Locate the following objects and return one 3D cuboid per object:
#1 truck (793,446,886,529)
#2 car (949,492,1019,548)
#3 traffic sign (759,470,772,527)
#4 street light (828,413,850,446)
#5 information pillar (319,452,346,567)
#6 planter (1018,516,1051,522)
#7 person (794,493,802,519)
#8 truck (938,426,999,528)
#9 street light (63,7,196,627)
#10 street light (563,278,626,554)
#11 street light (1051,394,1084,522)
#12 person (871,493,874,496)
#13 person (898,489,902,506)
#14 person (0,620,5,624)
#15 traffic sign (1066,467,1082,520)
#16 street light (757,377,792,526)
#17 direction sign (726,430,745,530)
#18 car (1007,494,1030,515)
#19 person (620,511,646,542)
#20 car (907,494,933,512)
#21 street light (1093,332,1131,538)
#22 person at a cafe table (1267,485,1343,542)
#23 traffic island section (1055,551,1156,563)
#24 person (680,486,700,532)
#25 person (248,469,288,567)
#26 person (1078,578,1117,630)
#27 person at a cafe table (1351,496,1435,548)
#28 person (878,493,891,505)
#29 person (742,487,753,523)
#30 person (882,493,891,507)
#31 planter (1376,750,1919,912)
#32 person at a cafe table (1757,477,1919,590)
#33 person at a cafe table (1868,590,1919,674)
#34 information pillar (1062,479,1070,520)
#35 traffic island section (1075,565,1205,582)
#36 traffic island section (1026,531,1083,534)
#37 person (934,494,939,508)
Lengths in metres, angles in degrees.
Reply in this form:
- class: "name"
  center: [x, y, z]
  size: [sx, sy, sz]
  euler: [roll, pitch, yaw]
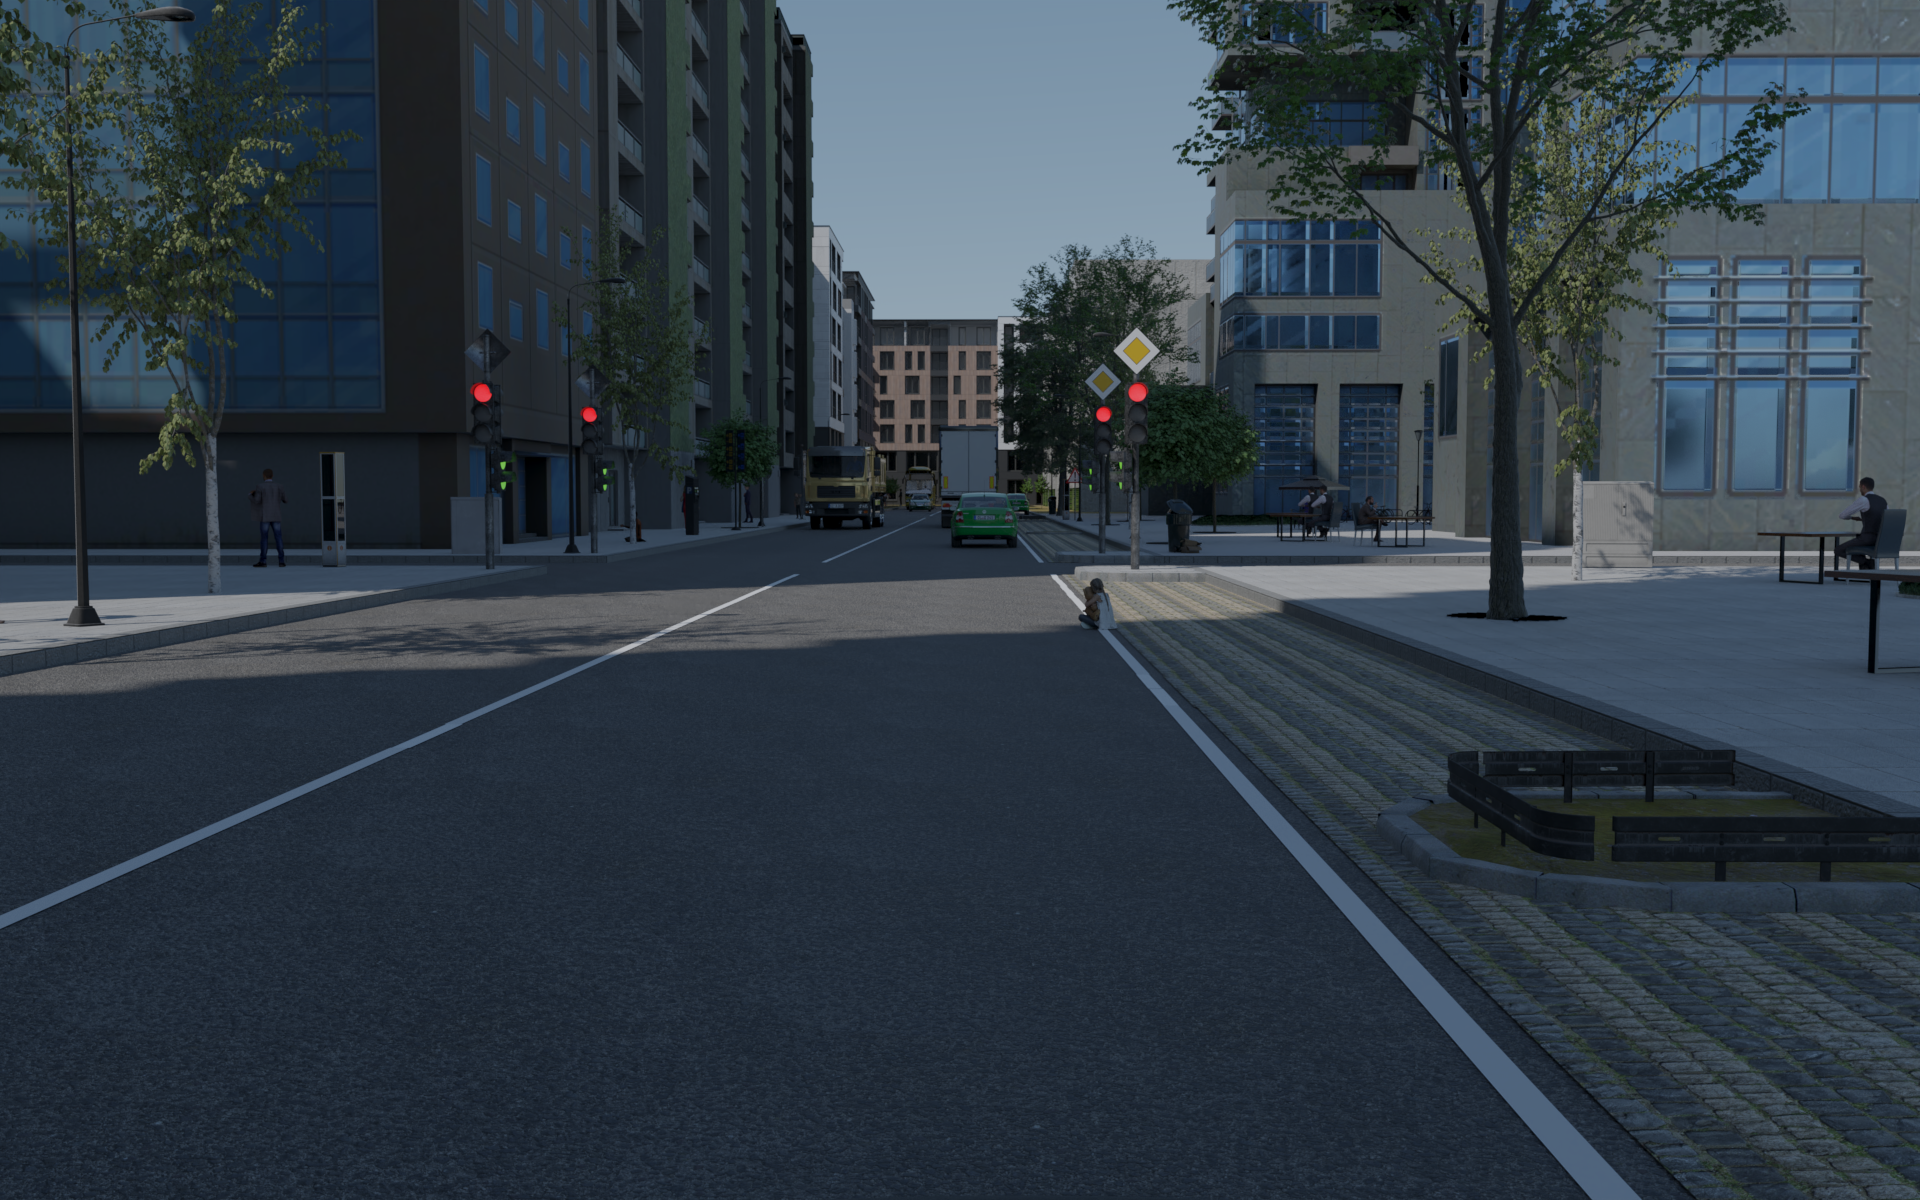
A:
- class: "truck"
  center: [-4.740, -4.673, 72.324]
  size: [3.469, 3.379, 9.791]
  euler: [0, 4, 2]
- class: "car"
  center: [0.669, -2.377, 47.662]
  size: [1.959, 1.807, 4.718]
  euler: [0, 4, 1]
- class: "traffic sign"
  center: [-7.687, -4.114, 67.368]
  size: [0.768, 2.556, 0.104]
  euler: [0, 4, 2]
- class: "street light"
  center: [-7.022, -7.773, 99.629]
  size: [1.470, 5.913, 1.316]
  euler: [0, 4, 1]
- class: "information pillar"
  center: [-11.009, -1.586, 30.416]
  size: [0.304, 2.012, 0.304]
  euler: [1, 4, 11]
- class: "planter"
  center: [3.693, -4.167, 89.276]
  size: [1.991, 0.319, 1.994]
  euler: [0, 4, 1]
- class: "person"
  center: [-8.456, -4.931, 90.580]
  size: [0.435, 1.345, 0.340]
  euler: [0, 4, -3]
- class: "truck"
  center: [0.387, -5.365, 76.633]
  size: [2.839, 4.237, 11.283]
  euler: [0, 4, 0]
- class: "street light"
  center: [-7.996, -2.700, 16.688]
  size: [1.470, 5.913, 1.316]
  euler: [0, 4, 1]
- class: "street light"
  center: [-7.864, -3.962, 37.318]
  size: [1.470, 5.913, 1.316]
  euler: [0, 4, 1]
- class: "street light"
  center: [5.051, -6.619, 80.763]
  size: [1.470, 5.913, 1.316]
  euler: [0, 4, 1]
- class: "person"
  center: [-7.856, -8.913, 152.686]
  size: [0.541, 1.710, 0.530]
  euler: [3, 4, 36]
- class: "person"
  center: [-6.511, -11.242, 189.484]
  size: [0.705, 1.869, 1.348]
  euler: [-1, 4, -14]
- class: "person"
  center: [-9.731, -0.628, 17.257]
  size: [0.436, 1.711, 0.756]
  euler: [-1, 4, -17]
- class: "traffic sign"
  center: [5.587, -5.144, 84.110]
  size: [0.884, 2.594, 0.081]
  euler: [0, 4, 4]
- class: "street light"
  center: [-7.360, -5.880, 68.686]
  size: [1.470, 5.913, 1.316]
  euler: [0, 4, 1]
- class: "direction sign"
  center: [-7.915, -4.225, 61.079]
  size: [0.876, 3.537, 0.379]
  euler: [2, 4, 34]
- class: "car"
  center: [3.830, -6.740, 119.001]
  size: [1.959, 1.807, 4.718]
  euler: [0, 4, 1]
- class: "person"
  center: [-8.783, -1.962, 46.405]
  size: [0.655, 0.850, 0.859]
  euler: [-1, 4, -19]
- class: "car"
  center: [-3.258, -7.956, 141.883]
  size: [2.131, 1.459, 4.920]
  euler: [0, 4, -1]
- class: "street light"
  center: [4.524, -4.733, 49.922]
  size: [1.470, 5.913, 1.316]
  euler: [0, 4, 1]
- class: "person at a cafe table"
  center: [9.572, -2.347, 46.881]
  size: [1.698, 1.524, 1.622]
  euler: [-3, 5, -43]
- class: "traffic island section"
  center: [3.091, -0.927, 37.431]
  size: [2.009, 0.180, 2.903]
  euler: [0, 4, 1]
- class: "person"
  center: [-9.124, -3.101, 58.446]
  size: [0.593, 1.614, 0.444]
  euler: [2, 4, 33]
- class: "person"
  center: [-12.133, -1.439, 30.385]
  size: [0.655, 1.722, 0.431]
  euler: [-3, 4, -38]
- class: "person"
  center: [1.468, 0.037, 18.378]
  size: [0.357, 0.543, 0.381]
  euler: [2, 4, 28]
- class: "person at a cafe table"
  center: [10.420, -1.918, 42.220]
  size: [1.726, 1.238, 1.698]
  euler: [3, 4, 38]
- class: "person"
  center: [-7.919, -10.734, 181.548]
  size: [1.348, 1.822, 0.705]
  euler: [0, 4, -7]
- class: "person"
  center: [-9.485, -4.302, 77.304]
  size: [0.530, 1.710, 0.541]
  euler: [0, 4, 0]
- class: "person"
  center: [-7.392, -9.974, 172.309]
  size: [0.799, 1.438, 0.628]
  euler: [-3, 5, -40]
- class: "planter"
  center: [2.737, 0.872, 6.879]
  size: [1.991, 0.319, 1.994]
  euler: [0, 4, 1]
- class: "person at a cafe table"
  center: [12.692, -0.993, 24.758]
  size: [1.698, 1.524, 1.622]
  euler: [-1, 4, -19]
- class: "person at a cafe table"
  center: [7.329, -0.217, 12.060]
  size: [1.622, 1.524, 1.698]
  euler: [-1, 4, -17]
- class: "information pillar"
  center: [5.277, -4.996, 86.184]
  size: [0.304, 2.012, 0.304]
  euler: [-1, 4, -11]
- class: "traffic island section"
  center: [2.999, -0.438, 29.447]
  size: [2.009, 0.180, 2.903]
  euler: [0, 4, 1]
- class: "traffic island section"
  center: [3.367, -2.399, 62.094]
  size: [1.991, 0.108, 1.994]
  euler: [0, 4, 1]
- class: "person"
  center: [-2.516, -9.949, 171.950]
  size: [1.217, 1.735, 0.721]
  euler: [-3, 5, -40]
